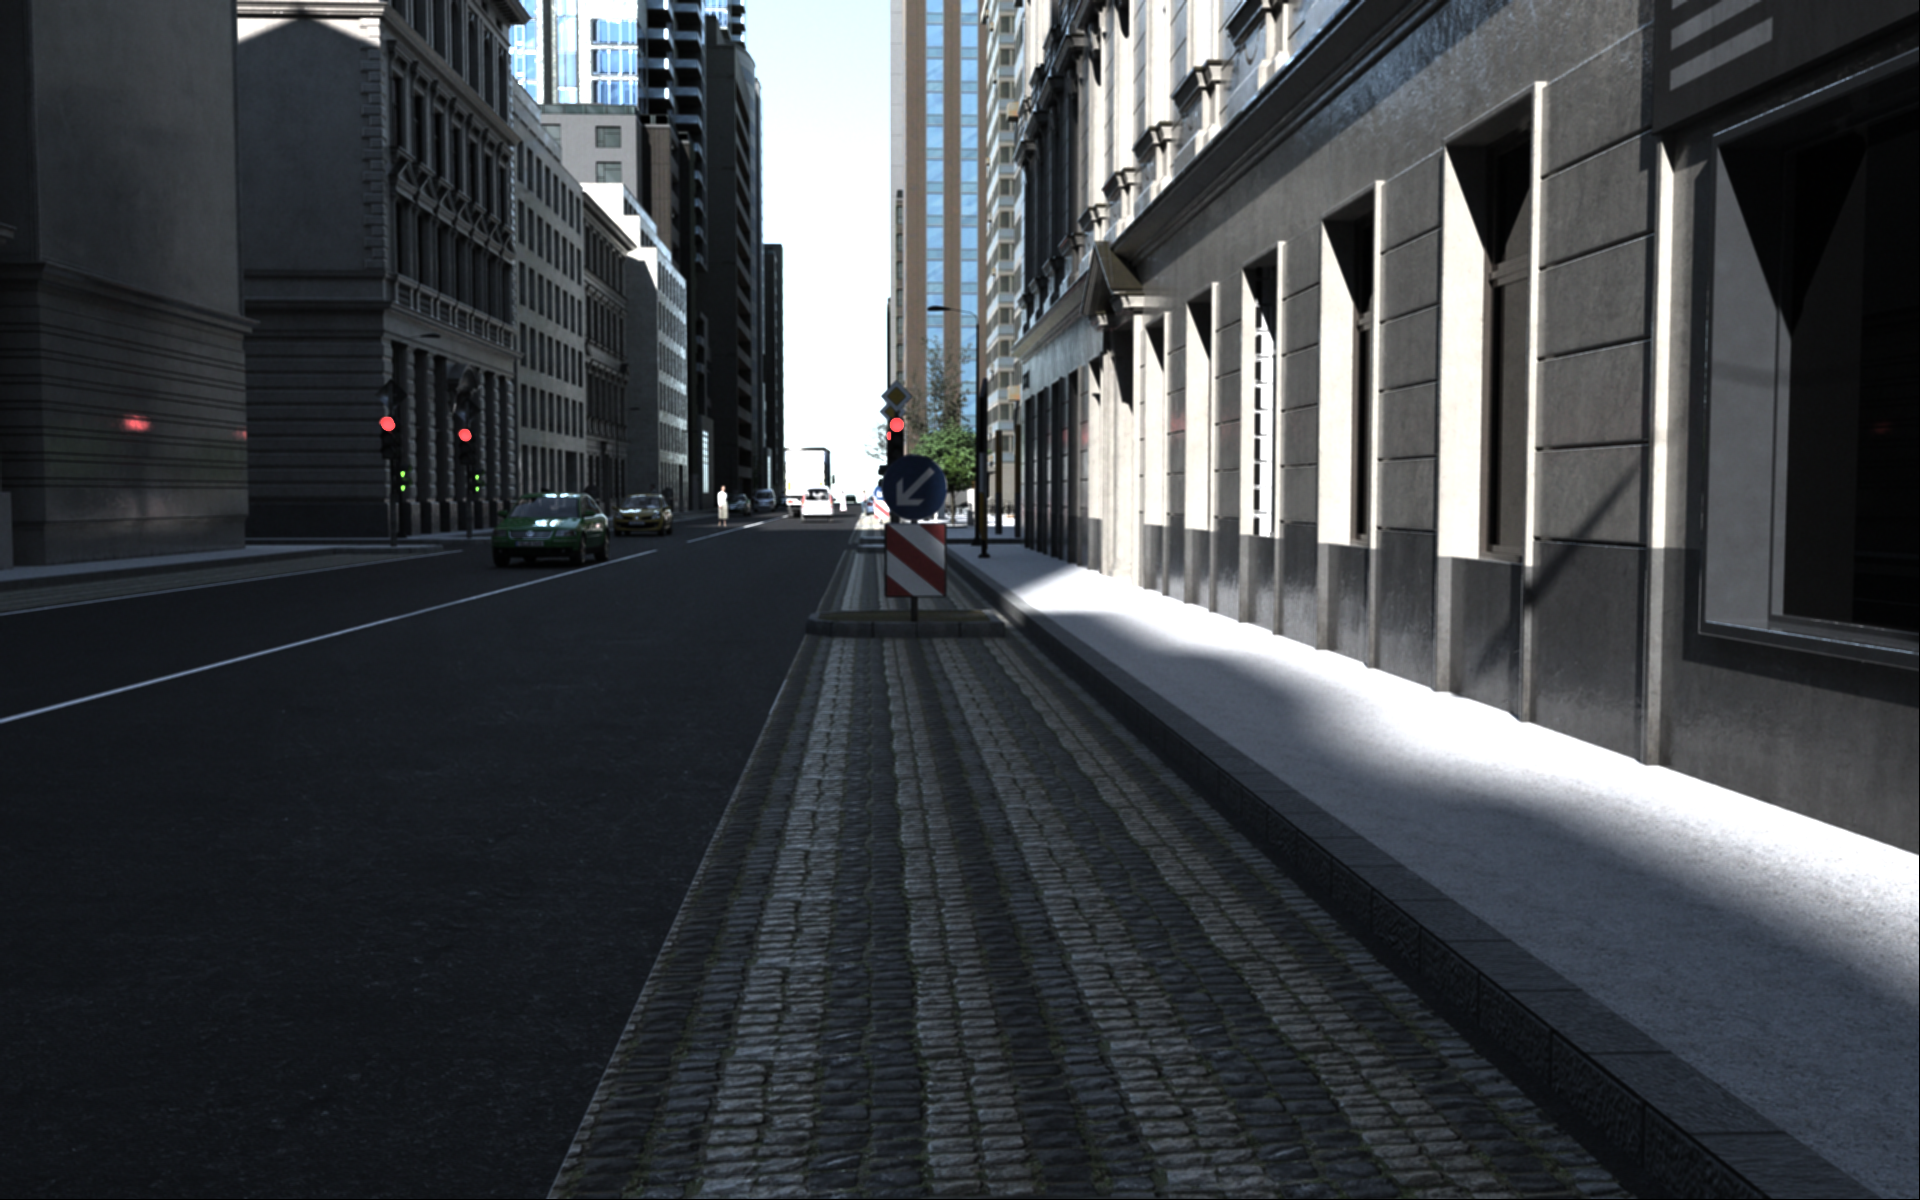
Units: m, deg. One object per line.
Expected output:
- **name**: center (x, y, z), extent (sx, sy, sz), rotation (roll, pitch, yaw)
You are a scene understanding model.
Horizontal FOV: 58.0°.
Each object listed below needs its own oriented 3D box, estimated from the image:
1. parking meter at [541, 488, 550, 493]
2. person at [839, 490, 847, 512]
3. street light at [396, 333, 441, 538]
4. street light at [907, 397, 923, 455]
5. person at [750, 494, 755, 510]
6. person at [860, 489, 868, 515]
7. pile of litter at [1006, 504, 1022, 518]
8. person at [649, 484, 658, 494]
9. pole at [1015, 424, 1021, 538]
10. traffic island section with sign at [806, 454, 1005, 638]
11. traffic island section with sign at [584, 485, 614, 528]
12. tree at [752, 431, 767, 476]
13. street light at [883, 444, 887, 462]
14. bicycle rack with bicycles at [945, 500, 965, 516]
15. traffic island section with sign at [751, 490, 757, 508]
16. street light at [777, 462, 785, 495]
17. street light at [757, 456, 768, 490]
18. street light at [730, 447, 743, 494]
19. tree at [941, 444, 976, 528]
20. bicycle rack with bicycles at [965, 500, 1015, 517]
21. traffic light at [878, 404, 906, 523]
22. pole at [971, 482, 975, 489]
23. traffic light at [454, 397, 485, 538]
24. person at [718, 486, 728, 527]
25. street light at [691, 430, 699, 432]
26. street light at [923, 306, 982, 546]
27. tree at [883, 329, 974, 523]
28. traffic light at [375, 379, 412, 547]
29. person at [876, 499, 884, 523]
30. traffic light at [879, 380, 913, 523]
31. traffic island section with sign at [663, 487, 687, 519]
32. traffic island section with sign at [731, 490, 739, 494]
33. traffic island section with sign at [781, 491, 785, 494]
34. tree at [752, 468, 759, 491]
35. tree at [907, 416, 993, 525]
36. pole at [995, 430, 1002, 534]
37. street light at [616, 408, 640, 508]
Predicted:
- **parking meter**: center (-17.256, -3.896, 72.117), extent (0.372, 1.533, 0.369), rotation (0, 3, 0)
- **person**: center (-9.300, -7.833, 137.232), extent (0.621, 1.740, 0.551), rotation (0, 4, 1)
- **street light**: center (-15.716, -4.750, 50.204), extent (1.470, 5.913, 1.316), rotation (0, 4, -3)
- **street light**: center (-2.133, -6.699, 82.066), extent (1.470, 5.913, 1.316), rotation (0, 4, -3)
- **person**: center (-18.830, -8.941, 157.951), extent (1.065, 1.426, 0.557), rotation (-3, 5, -40)
- **person**: center (-6.576, -6.791, 120.125), extent (0.593, 1.750, 0.643), rotation (-3, 5, -42)
- **pile of litter**: center (3.045, -4.796, 92.371), extent (1.176, 0.858, 1.719), rotation (-1, 4, -8)
- **person**: center (-11.750, -3.532, 66.366), extent (0.853, 1.813, 0.709), rotation (-2, 4, -25)
- **pole**: center (1.701, -3.486, 50.845), extent (0.158, 3.312, 0.155), rotation (0, 3, 0)
- **traffic island section with sign**: center (-0.597, -0.578, 18.079), extent (1.989, 1.847, 2.006), rotation (0, 4, -3)
- **traffic island section with sign**: center (-15.425, -3.909, 72.544), extent (1.989, 1.847, 2.006), rotation (0, 4, -3)
- **tree**: center (-24.381, -15.322, 200.883), extent (4.360, 8.622, 3.978), rotation (0, 3, 0)
- **street light**: center (-6.068, -11.429, 159.404), extent (1.470, 5.913, 1.316), rotation (0, 4, -3)
- **bicycle rack with bicycles**: center (-0.812, -5.339, 100.666), extent (2.925, 0.926, 2.852), rotation (-1, 4, -11)
- **traffic island section with sign**: center (-20.789, -10.310, 177.189), extent (1.989, 1.847, 2.006), rotation (0, 4, -3)
- **street light**: center (-26.070, -17.136, 252.712), extent (1.470, 5.913, 1.316), rotation (0, 4, -3)
- **street light**: center (-23.916, -14.494, 209.514), extent (1.470, 5.913, 1.316), rotation (0, 4, -3)
- **street light**: center (-21.843, -12.029, 169.214), extent (1.470, 5.913, 1.316), rotation (0, 4, -3)
- **tree**: center (-0.335, -4.377, 66.163), extent (1.663, 3.219, 1.824), rotation (0, 3, 0)
- **bicycle rack with bicycles**: center (2.335, -5.264, 99.443), extent (2.852, 0.926, 2.925), rotation (-1, 4, -23)
- **traffic light**: center (-1.993, -3.788, 50.848), extent (0.839, 4.253, 0.868), rotation (0, 4, -3)
- **pole**: center (0.651, -5.524, 84.153), extent (0.158, 3.312, 0.155), rotation (0, 3, 0)
- **traffic light**: center (-14.238, -3.748, 50.207), extent (0.839, 4.253, 0.868), rotation (0, 4, -3)
- **person**: center (-10.414, -4.107, 75.877), extent (0.478, 1.798, 0.641), rotation (-2, 4, -25)
- **street light**: center (-19.730, -9.415, 126.474), extent (1.470, 5.913, 1.316), rotation (0, 4, -3)
- **street light**: center (-0.106, -4.305, 42.935), extent (1.470, 5.913, 1.316), rotation (0, 4, -3)
- **tree**: center (-1.179, -7.782, 77.604), extent (4.360, 8.622, 3.978), rotation (0, 3, 0)
- **traffic light**: center (-13.829, -3.261, 42.232), extent (0.839, 4.253, 0.868), rotation (0, 4, -3)
- **person**: center (-3.823, -4.591, 83.903), extent (0.444, 1.785, 0.601), rotation (-3, 5, -42)
- **traffic light**: center (-1.585, -3.300, 42.873), extent (0.839, 4.253, 0.868), rotation (0, 4, -3)
- **traffic island section with sign**: center (-16.839, -5.597, 100.134), extent (1.989, 1.847, 2.006), rotation (0, 4, -3)
- **traffic island section with sign**: center (-19.386, -8.633, 149.783), extent (1.989, 1.847, 2.006), rotation (0, 4, -3)
- **traffic island section with sign**: center (-23.599, -13.670, 232.125), extent (1.989, 1.847, 2.006), rotation (0, 4, -3)
- **tree**: center (-24.110, -12.955, 195.522), extent (4.285, 4.588, 4.351), rotation (0, 3, 0)
- **tree**: center (-0.237, -5.471, 73.164), extent (4.285, 4.588, 4.351), rotation (0, 3, 0)
- **pole**: center (1.240, -3.764, 55.382), extent (0.158, 3.312, 0.155), rotation (0, 3, 0)
- **street light**: center (-17.868, -7.373, 93.086), extent (1.470, 5.913, 1.316), rotation (0, 4, -3)
